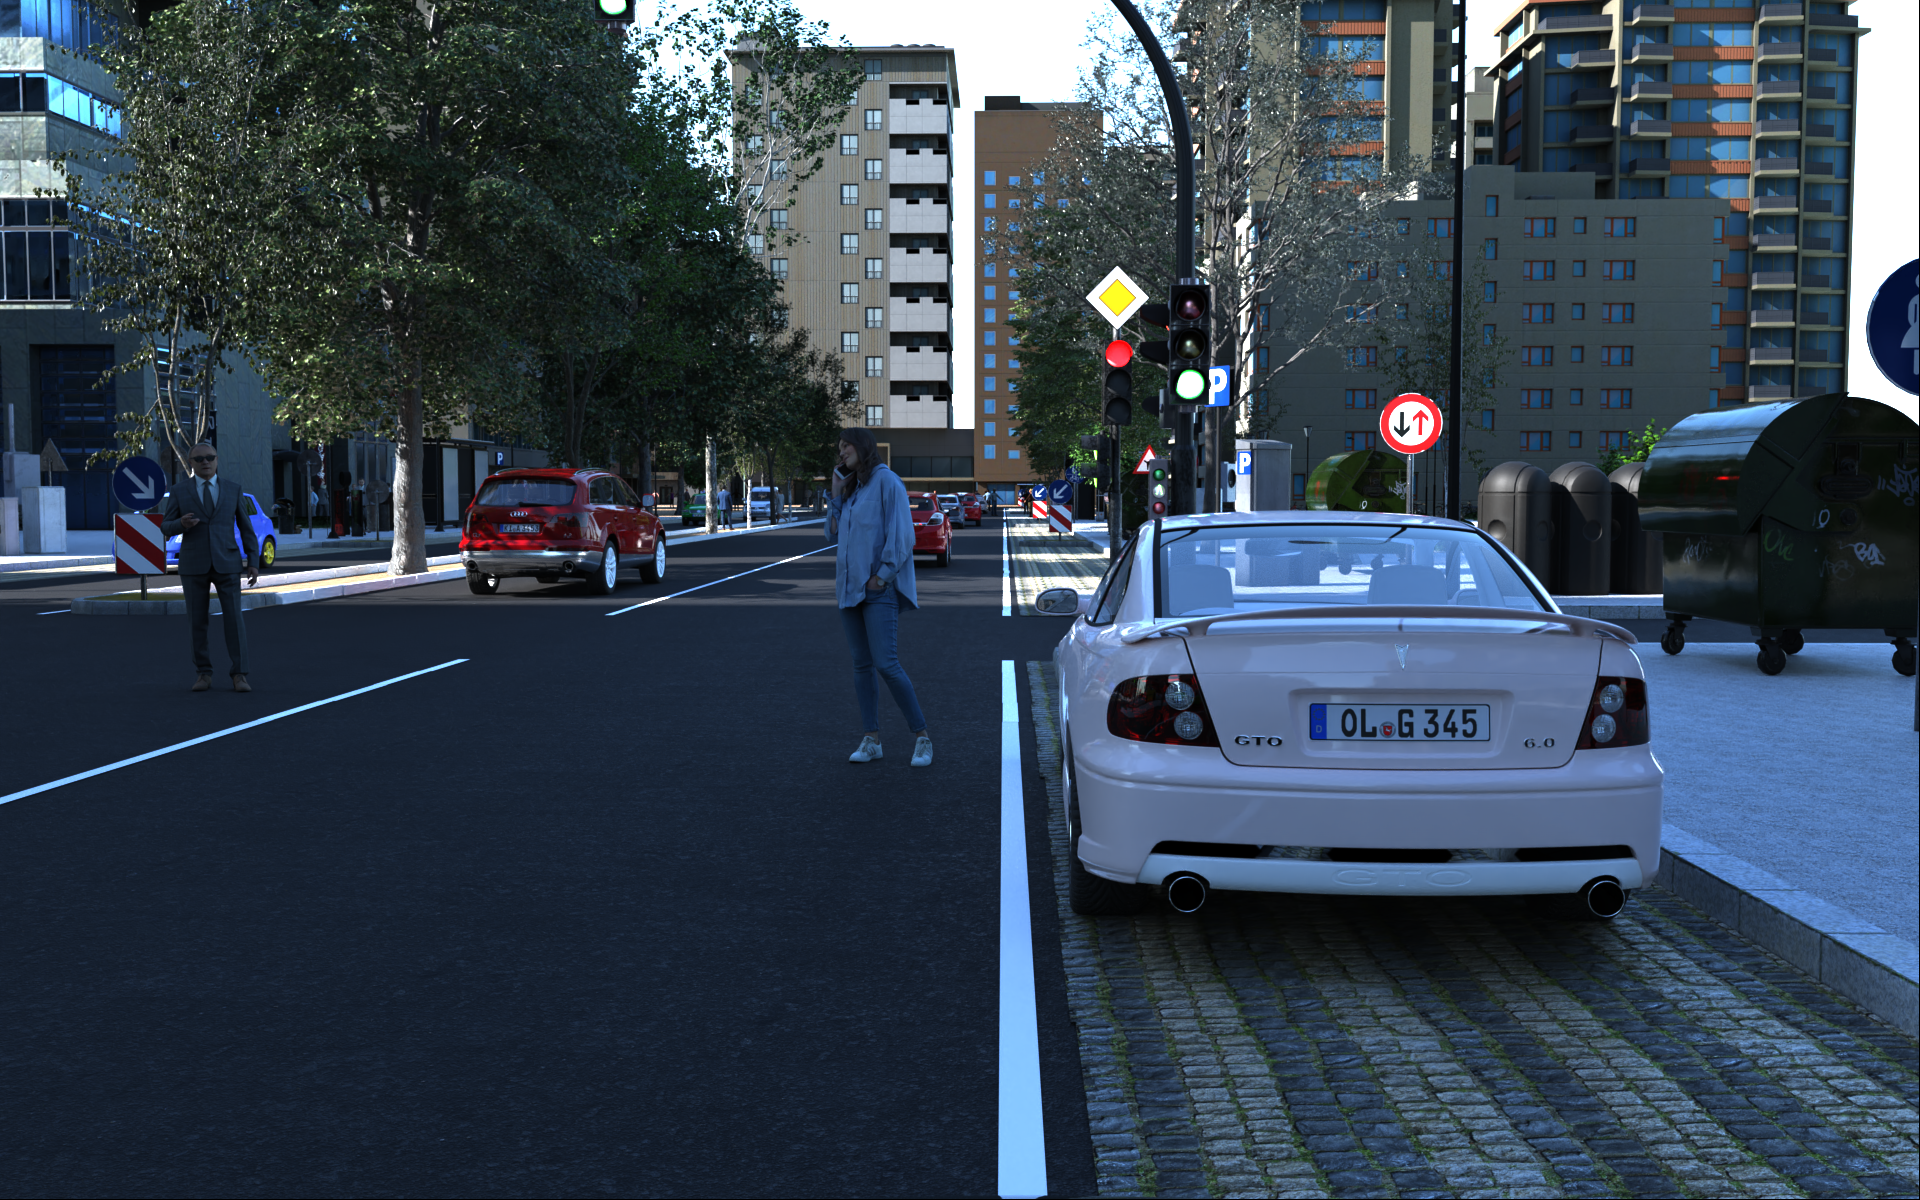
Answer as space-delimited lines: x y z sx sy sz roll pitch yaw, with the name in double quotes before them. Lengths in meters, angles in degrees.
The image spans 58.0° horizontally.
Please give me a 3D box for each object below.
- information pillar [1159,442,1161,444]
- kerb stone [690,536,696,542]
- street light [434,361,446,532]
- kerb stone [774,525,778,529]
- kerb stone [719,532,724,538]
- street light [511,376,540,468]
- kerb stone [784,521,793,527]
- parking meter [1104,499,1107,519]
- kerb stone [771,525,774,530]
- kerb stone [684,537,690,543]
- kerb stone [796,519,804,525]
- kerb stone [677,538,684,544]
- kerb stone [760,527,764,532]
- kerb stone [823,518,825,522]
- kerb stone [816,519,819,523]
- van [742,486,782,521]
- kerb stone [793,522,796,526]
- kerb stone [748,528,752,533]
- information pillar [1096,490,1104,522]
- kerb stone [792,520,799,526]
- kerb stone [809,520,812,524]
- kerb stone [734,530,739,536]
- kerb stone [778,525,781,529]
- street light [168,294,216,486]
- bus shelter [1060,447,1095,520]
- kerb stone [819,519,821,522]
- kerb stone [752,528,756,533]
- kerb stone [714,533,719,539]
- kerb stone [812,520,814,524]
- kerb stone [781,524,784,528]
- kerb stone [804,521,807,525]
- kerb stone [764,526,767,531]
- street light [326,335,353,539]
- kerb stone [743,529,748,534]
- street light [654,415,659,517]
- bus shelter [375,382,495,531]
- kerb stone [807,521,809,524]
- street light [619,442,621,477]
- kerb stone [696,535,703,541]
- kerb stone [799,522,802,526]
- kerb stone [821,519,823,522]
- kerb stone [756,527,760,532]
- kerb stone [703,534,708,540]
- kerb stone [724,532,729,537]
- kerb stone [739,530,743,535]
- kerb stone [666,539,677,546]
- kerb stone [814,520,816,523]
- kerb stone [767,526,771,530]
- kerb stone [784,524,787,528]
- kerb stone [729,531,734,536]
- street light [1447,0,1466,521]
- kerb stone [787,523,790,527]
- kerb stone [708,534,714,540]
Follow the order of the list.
"information pillar" 8.827 -5.259 77.331 0.183 3.616 0.504 2 4 34
"kerb stone" -8.066 -1.793 51.541 0.120 0.150 1.000 0 4 1
"street light" -17.266 -5.290 59.033 1.470 5.913 1.316 0 4 1
"kerb stone" -7.591 -2.924 70.007 0.120 0.150 1.000 0 4 1
"kerb stone" -7.936 -2.105 56.669 0.120 0.150 1.000 0 4 1
"street light" -17.128 -5.858 68.312 1.470 5.913 1.316 0 4 1
"kerb stone" -7.461 -3.239 75.148 0.120 0.150 1.000 0 4 1
"parking meter" 7.362 -5.013 87.675 0.255 1.863 0.399 -3 4 -38
"kerb stone" -7.628 -2.861 68.980 0.120 0.150 1.000 0 4 1
"kerb stone" -8.097 -1.729 50.514 0.120 0.150 1.000 0 4 1
"kerb stone" -7.364 -3.489 79.246 0.120 0.150 1.000 0 4 1
"kerb stone" -8.117 -1.665 49.488 0.120 0.150 1.000 0 4 1
"kerb stone" -7.698 -2.670 65.911 0.120 0.150 1.000 0 4 1
"kerb stone" -7.121 -4.053 88.458 0.120 0.150 1.000 0 4 1
"kerb stone" -7.207 -3.865 85.391 0.120 0.150 1.000 0 4 1
"van" -10.650 -5.282 93.369 2.013 2.044 4.112 0 4 2
"kerb stone" -7.438 -3.301 76.169 0.120 0.150 1.000 0 4 1
"kerb stone" -7.778 -2.485 62.826 0.120 0.150 1.000 0 4 1
"information pillar" 6.539 -4.663 80.728 0.304 2.012 0.304 -1 4 -17
"kerb stone" -7.412 -3.361 77.192 0.120 0.150 1.000 0 4 1
"kerb stone" -7.285 -3.674 82.316 0.120 0.150 1.000 0 4 1
"kerb stone" -7.856 -2.296 59.740 0.120 0.150 1.000 0 4 1
"kerb stone" -7.571 -2.986 71.029 0.120 0.150 1.000 0 4 1
"street light" -17.840 -4.149 40.373 1.470 5.913 1.316 0 4 1
"bus shelter" 5.992 -5.953 88.608 1.731 3.624 6.357 0 4 2
"kerb stone" -7.185 -3.926 86.413 0.120 0.150 1.000 0 4 1
"kerb stone" -7.752 -2.547 63.855 0.120 0.150 1.000 0 4 1
"kerb stone" -7.962 -2.042 55.647 0.120 0.150 1.000 0 4 1
"kerb stone" -7.258 -3.734 83.338 0.120 0.150 1.000 0 4 1
"kerb stone" -7.548 -3.046 72.065 0.120 0.150 1.000 0 4 1
"kerb stone" -7.346 -3.549 80.268 0.120 0.150 1.000 0 4 1
"kerb stone" -7.671 -2.734 66.933 0.120 0.150 1.000 0 4 1
"street light" -17.540 -4.723 49.758 1.470 5.913 1.316 0 4 1
"kerb stone" -7.796 -2.418 61.797 0.120 0.150 1.000 0 4 1
"street light" -16.477 -7.595 96.726 1.470 5.913 1.316 0 4 1
"bus shelter" -19.707 -5.319 64.591 2.179 5.291 8.768 0 4 2
"kerb stone" -7.313 -3.615 81.294 0.120 0.150 1.000 0 4 1
"street light" -16.615 -7.028 87.448 1.470 5.913 1.316 0 4 1
"kerb stone" -8.032 -1.858 52.569 0.120 0.150 1.000 0 4 1
"kerb stone" -7.385 -3.427 78.222 0.120 0.150 1.000 0 4 1
"kerb stone" -7.156 -3.990 87.436 0.120 0.150 1.000 0 4 1
"kerb stone" -7.723 -2.608 64.880 0.120 0.150 1.000 0 4 1
"kerb stone" -8.007 -1.920 53.591 0.120 0.150 1.000 0 4 1
"kerb stone" -7.907 -2.167 57.696 0.120 0.150 1.000 0 4 1
"kerb stone" -7.835 -2.359 60.762 0.120 0.150 1.000 0 4 1
"kerb stone" -8.144 -1.607 48.466 0.120 0.150 1.000 0 4 1
"kerb stone" -7.233 -3.799 84.366 0.120 0.150 1.000 0 4 1
"kerb stone" -7.651 -2.794 67.955 0.120 0.150 1.000 0 4 1
"kerb stone" -7.510 -3.106 73.090 0.120 0.150 1.000 0 4 1
"kerb stone" -7.883 -2.233 58.717 0.120 0.150 1.000 0 4 1
"street light" 3.189 -2.474 12.991 1.470 5.913 1.316 0 4 1
"kerb stone" -7.490 -3.168 74.112 0.120 0.150 1.000 0 4 1
"kerb stone" -7.982 -1.983 54.622 0.120 0.150 1.000 0 4 1
